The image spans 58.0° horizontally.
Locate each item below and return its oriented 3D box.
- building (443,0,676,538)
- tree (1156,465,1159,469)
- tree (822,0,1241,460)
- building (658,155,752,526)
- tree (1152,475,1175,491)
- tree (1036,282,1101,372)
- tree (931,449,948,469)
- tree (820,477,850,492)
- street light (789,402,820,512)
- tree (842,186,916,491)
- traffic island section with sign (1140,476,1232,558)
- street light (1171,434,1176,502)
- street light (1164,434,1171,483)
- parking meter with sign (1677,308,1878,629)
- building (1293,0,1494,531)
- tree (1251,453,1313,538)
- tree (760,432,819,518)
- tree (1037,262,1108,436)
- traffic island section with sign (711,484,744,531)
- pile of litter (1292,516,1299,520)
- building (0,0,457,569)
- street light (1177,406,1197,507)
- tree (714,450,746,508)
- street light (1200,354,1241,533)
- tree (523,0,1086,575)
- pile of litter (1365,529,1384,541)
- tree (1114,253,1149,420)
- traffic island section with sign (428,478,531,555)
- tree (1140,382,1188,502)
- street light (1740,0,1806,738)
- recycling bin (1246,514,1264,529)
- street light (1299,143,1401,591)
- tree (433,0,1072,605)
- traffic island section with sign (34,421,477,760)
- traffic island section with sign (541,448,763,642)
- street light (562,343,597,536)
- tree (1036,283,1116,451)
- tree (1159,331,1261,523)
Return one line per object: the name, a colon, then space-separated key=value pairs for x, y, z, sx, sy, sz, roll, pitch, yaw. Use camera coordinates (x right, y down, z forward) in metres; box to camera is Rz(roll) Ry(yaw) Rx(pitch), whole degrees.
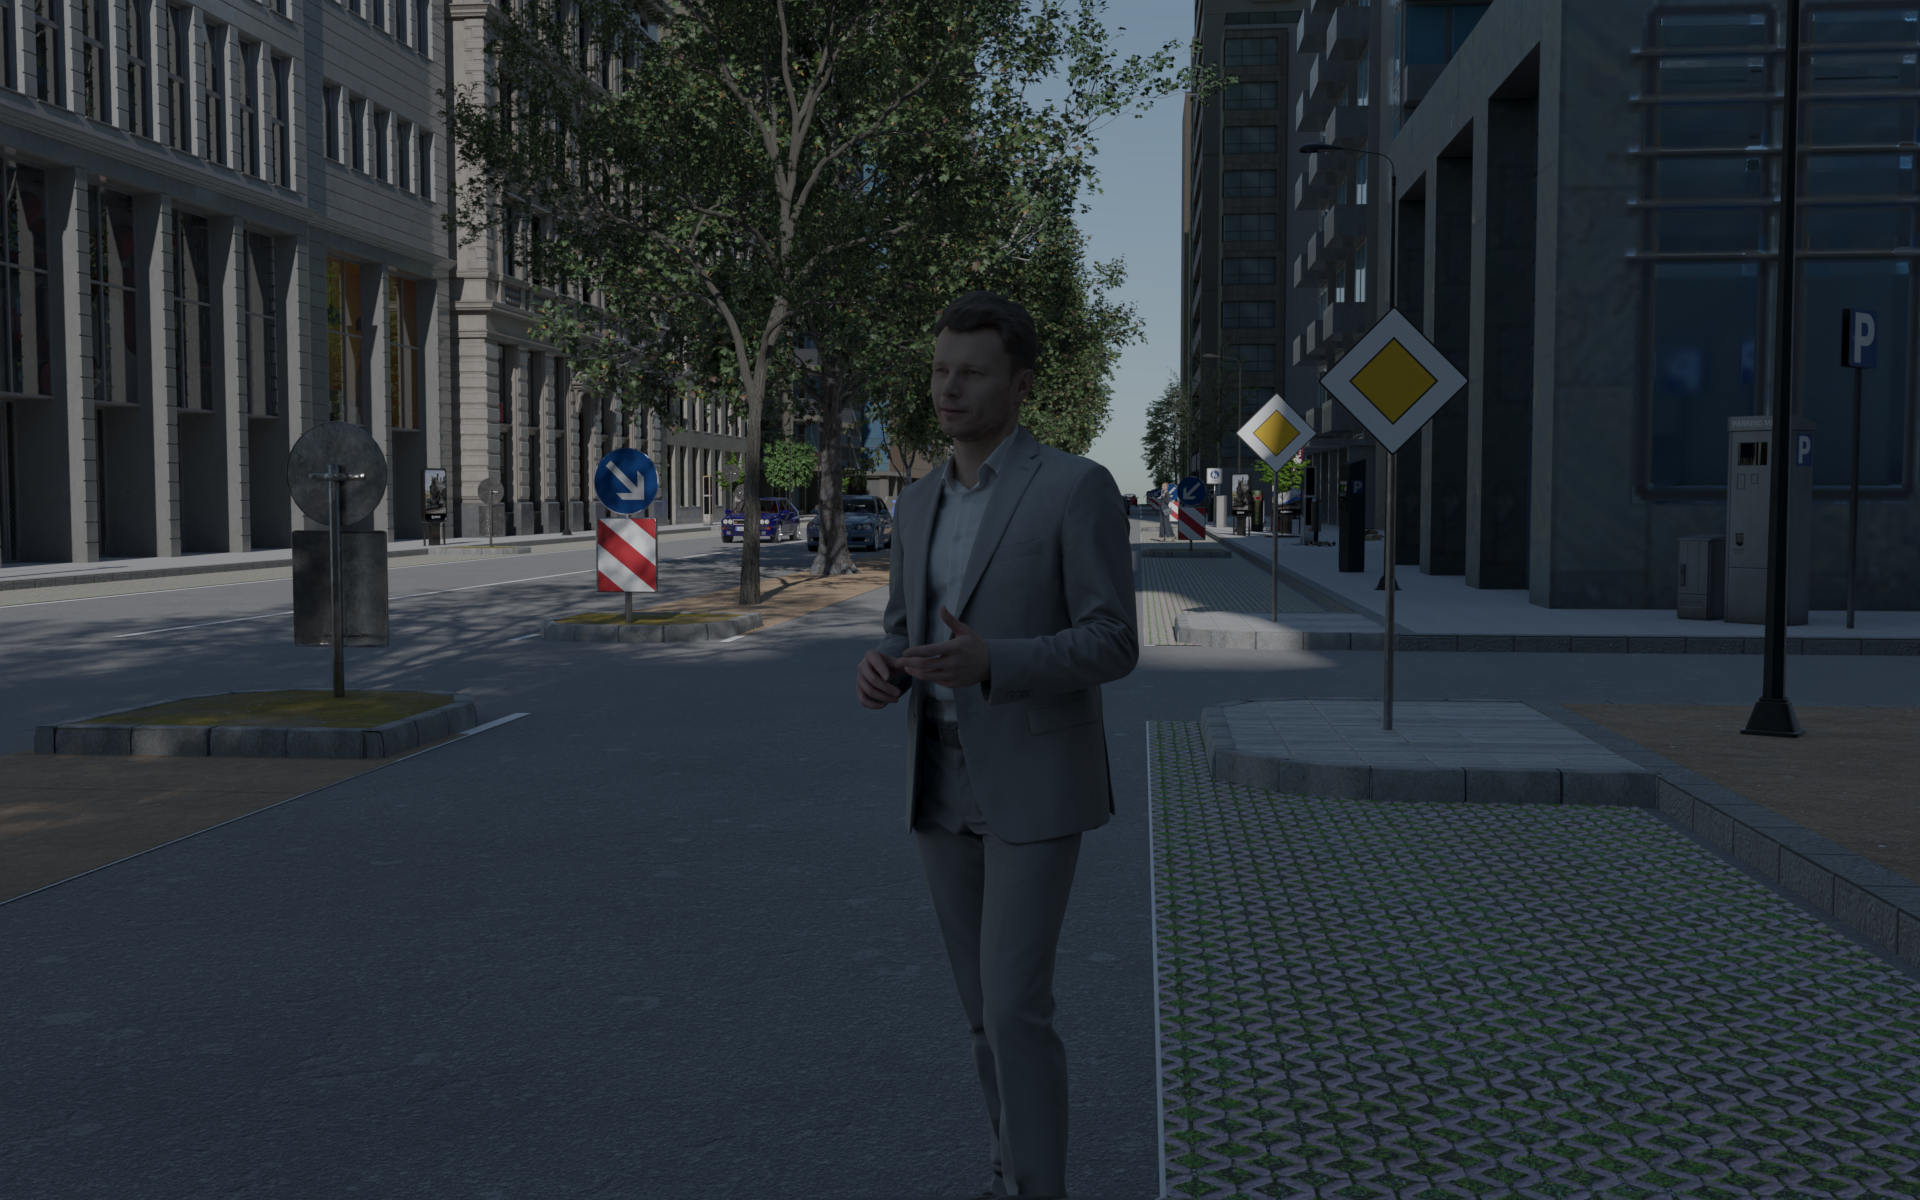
building: x=-17.556 y=-14.115 z=59.653 sx=11.050 sy=23.489 sz=19.941 roll=0 pitch=4 yaw=6
tree: x=28.294 y=-17.608 z=238.246 sx=4.360 sy=8.622 sz=3.978 roll=0 pitch=3 yaw=0
tree: x=0.937 y=-11.588 z=47.818 sx=12.611 sy=20.169 sz=13.585 roll=0 pitch=3 yaw=0
building: x=-16.291 y=-13.659 z=78.083 sx=10.420 sy=20.320 sz=16.860 roll=0 pitch=4 yaw=6
tree: x=29.010 y=-16.076 z=246.554 sx=4.285 sy=4.588 sz=4.351 roll=0 pitch=3 yaw=0
tree: x=2.322 y=-8.693 z=70.343 sx=9.928 sy=11.665 sz=9.643 roll=0 pitch=3 yaw=0
tree: x=-1.185 y=-13.280 z=167.490 sx=4.360 sy=8.622 sz=3.978 roll=0 pitch=3 yaw=0
tree: x=-7.269 y=-6.662 z=103.528 sx=1.663 sy=3.219 sz=1.824 roll=0 pitch=3 yaw=0
street light: x=-8.083 y=-7.047 z=87.758 sx=1.470 sy=5.913 sz=1.316 roll=0 pitch=4 yaw=6
tree: x=-1.226 y=-5.307 z=39.589 sx=4.737 sy=8.622 sz=4.395 roll=0 pitch=3 yaw=0
traffic island section with sign: x=5.146 y=-1.887 z=39.488 sx=1.989 sy=1.847 sz=2.006 roll=0 pitch=4 yaw=6
street light: x=12.916 y=-7.706 z=98.542 sx=1.470 sy=5.913 sz=1.316 roll=0 pitch=4 yaw=6
street light: x=16.663 y=-9.841 z=133.433 sx=1.470 sy=5.913 sz=1.316 roll=0 pitch=4 yaw=6
parking meter with sign: x=7.993 y=-1.274 z=17.091 sx=0.543 sy=3.016 sz=1.738 roll=-3 pitch=4 yaw=-38
building: x=25.297 y=-27.439 z=68.243 sx=23.786 sy=49.044 sz=30.456 roll=0 pitch=4 yaw=6
tree: x=9.650 y=-3.457 z=51.119 sx=1.663 sy=3.219 sz=1.824 roll=0 pitch=3 yaw=0
tree: x=-9.092 y=-6.630 z=92.114 sx=4.285 sy=4.588 sz=4.351 roll=0 pitch=3 yaw=0
tree: x=2.879 y=-9.723 z=79.557 sx=7.486 sy=12.596 sz=7.792 roll=0 pitch=3 yaw=0
traffic island section with sign: x=-8.628 y=-3.649 z=68.291 sx=1.989 sy=1.847 sz=2.006 roll=0 pitch=4 yaw=6
pile of litter: x=16.417 y=-4.503 z=87.585 sx=1.719 sy=0.858 sz=1.176 roll=1 pitch=4 yaw=16
building: x=-21.458 y=-15.744 z=34.905 sx=11.434 sy=29.767 sz=29.804 roll=0 pitch=4 yaw=6
street light: x=12.348 y=-7.299 z=91.873 sx=1.470 sy=5.913 sz=1.316 roll=0 pitch=4 yaw=6
tree: x=-10.036 y=-4.976 z=75.962 sx=1.663 sy=3.219 sz=1.824 roll=0 pitch=3 yaw=0
street light: x=8.745 y=-5.205 z=57.642 sx=1.470 sy=5.913 sz=1.316 roll=0 pitch=4 yaw=6
tree: x=-2.276 y=-6.783 z=30.373 sx=9.611 sy=12.733 sz=9.660 roll=0 pitch=3 yaw=0
pile of litter: x=11.286 y=-2.097 z=48.245 sx=1.176 sy=0.858 sz=1.719 roll=3 pitch=5 yaw=40
tree: x=1.731 y=-8.607 z=60.196 sx=9.611 sy=12.733 sz=9.660 roll=0 pitch=3 yaw=0
traffic island section with sign: x=-11.410 y=-2.009 z=41.479 sx=1.989 sy=1.847 sz=2.006 roll=0 pitch=4 yaw=6
tree: x=21.635 y=-15.732 z=175.338 sx=7.486 sy=12.596 sz=7.792 roll=0 pitch=3 yaw=0
street light: x=3.819 y=-2.240 z=9.165 sx=1.470 sy=5.913 sz=1.316 roll=0 pitch=4 yaw=6
recycling bin: x=10.869 y=-3.189 z=64.693 sx=0.722 sy=1.027 sz=0.722 roll=-2 pitch=4 yaw=-28
street light: x=5.182 y=-3.088 z=23.038 sx=1.470 sy=5.913 sz=1.316 roll=0 pitch=4 yaw=6
tree: x=-2.778 y=-5.192 z=21.753 sx=8.767 sy=10.594 sz=7.601 roll=0 pitch=4 yaw=6
traffic island section with sign: x=-3.993 y=-0.135 z=10.339 sx=2.006 sy=1.907 sz=1.989 roll=0 pitch=4 yaw=6
traffic island section with sign: x=-3.219 y=-0.585 z=17.706 sx=2.006 sy=1.907 sz=1.989 roll=0 pitch=4 yaw=6
street light: x=-11.660 y=-4.953 z=53.525 sx=1.470 sy=5.913 sz=1.316 roll=0 pitch=4 yaw=6
tree: x=3.747 y=-10.955 z=88.226 sx=9.857 sy=13.997 sz=8.962 roll=0 pitch=3 yaw=0
tree: x=11.302 y=-7.790 z=77.733 sx=4.360 sy=8.622 sz=3.978 roll=0 pitch=3 yaw=0
